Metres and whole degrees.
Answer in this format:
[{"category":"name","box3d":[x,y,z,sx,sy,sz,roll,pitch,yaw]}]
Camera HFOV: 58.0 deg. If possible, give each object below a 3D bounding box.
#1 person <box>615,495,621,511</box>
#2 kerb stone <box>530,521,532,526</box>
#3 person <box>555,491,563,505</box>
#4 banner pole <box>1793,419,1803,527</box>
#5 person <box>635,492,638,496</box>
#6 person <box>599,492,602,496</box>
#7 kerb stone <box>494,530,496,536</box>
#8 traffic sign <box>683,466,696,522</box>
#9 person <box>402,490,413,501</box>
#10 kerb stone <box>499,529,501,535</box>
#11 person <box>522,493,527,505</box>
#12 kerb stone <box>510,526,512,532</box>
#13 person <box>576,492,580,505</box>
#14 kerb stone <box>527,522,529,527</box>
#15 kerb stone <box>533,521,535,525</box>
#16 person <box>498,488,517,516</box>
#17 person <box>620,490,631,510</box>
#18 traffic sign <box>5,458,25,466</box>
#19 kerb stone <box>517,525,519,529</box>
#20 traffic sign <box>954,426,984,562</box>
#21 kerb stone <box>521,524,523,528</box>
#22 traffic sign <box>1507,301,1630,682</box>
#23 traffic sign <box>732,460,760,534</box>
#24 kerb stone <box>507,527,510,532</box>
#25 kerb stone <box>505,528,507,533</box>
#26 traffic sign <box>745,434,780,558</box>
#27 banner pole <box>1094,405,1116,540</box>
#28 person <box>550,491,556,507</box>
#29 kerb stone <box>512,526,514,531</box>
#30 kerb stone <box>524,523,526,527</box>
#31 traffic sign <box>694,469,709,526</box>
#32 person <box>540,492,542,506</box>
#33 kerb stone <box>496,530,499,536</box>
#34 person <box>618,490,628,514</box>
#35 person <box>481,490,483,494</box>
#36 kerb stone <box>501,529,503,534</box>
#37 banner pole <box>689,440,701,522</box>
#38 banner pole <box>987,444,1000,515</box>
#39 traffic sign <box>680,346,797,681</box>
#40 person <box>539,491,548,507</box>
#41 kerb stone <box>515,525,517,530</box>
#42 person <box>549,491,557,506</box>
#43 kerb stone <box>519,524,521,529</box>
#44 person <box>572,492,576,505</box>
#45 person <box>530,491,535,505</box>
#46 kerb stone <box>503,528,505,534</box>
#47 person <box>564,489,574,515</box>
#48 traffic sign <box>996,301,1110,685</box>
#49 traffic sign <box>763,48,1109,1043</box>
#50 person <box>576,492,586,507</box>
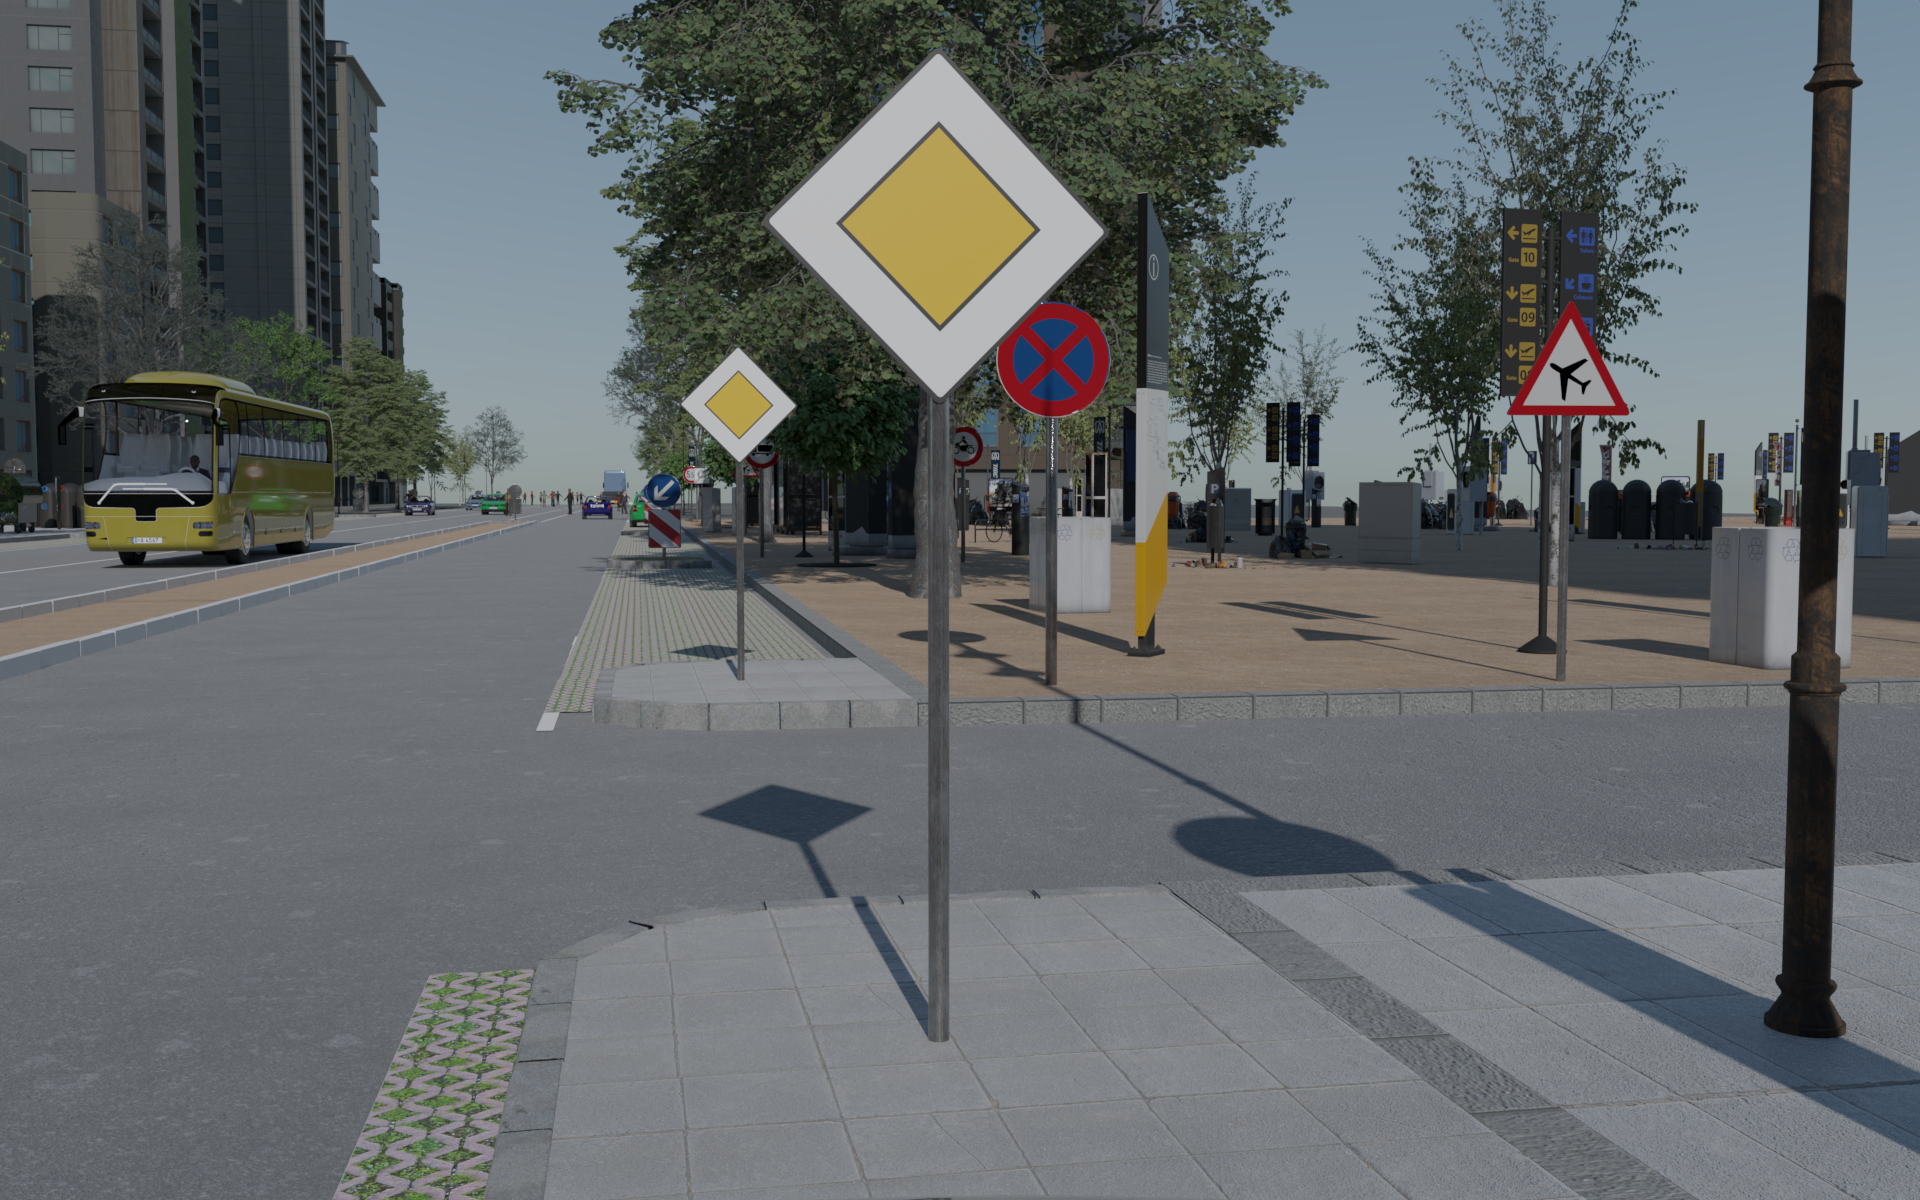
[{"category":"person","box3d":[-28.599,-8.162,145.210,1.065,1.426,0.557,3,5,40]},{"category":"kerb stone","box3d":[-19.283,-3.362,77.173,0.120,0.150,1.000,-1,4,-10]},{"category":"person","box3d":[-50.973,-12.929,219.514,1.348,1.869,0.705,0,4,-4]},{"category":"banner pole","box3d":[27.922,-4.124,57.449,0.401,3.779,0.863,-2,4,-27]},{"category":"person","box3d":[-44.202,-13.952,237.328,0.721,1.736,1.217,1,4,15]},{"category":"person","box3d":[-45.746,-12.914,220.566,0.530,1.710,0.541,0,4,-8]},{"category":"kerb stone","box3d":[-15.726,-2.192,58.031,0.120,0.150,1.000,-1,4,-10]},{"category":"traffic sign","box3d":[-12.260,-4.833,79.127,0.768,2.556,0.104,0,4,-6]},{"category":"person","box3d":[-40.907,-7.327,128.811,1.217,1.766,0.721,-3,5,-42]},{"category":"kerb stone","box3d":[-16.111,-2.315,60.038,0.120,0.150,1.000,-1,4,-10]},{"category":"person","box3d":[-54.993,-12.761,218.617,0.593,1.643,0.415,-3,4,-39]},{"category":"kerb stone","box3d":[-17.041,-2.617,65.077,0.120,0.150,1.000,-1,4,-10]},{"category":"person","box3d":[-52.503,-13.992,238.048,0.721,1.735,1.217,1,4,10]},{"category":"kerb stone","box3d":[-18.912,-3.239,75.154,0.120,0.150,1.000,-1,4,-10]},{"category":"kerb stone","box3d":[-19.660,-3.486,79.185,0.120,0.150,1.000,-1,4,-10]},{"category":"person","box3d":[-29.537,-6.401,113.250,1.348,1.812,0.705,0,4,5]},{"category":"person","box3d":[-30.244,-8.997,155.623,1.348,1.821,0.705,-2,4,-25]},{"category":"traffic sign","box3d":[-33.442,-3.742,61.288,0.768,2.556,0.104,0,4,-1]},{"category":"kerb stone","box3d":[-17.790,-2.869,69.107,0.120,0.150,1.000,-1,4,-10]},{"category":"traffic sign","box3d":[0.061,-1.984,32.552,0.768,2.556,0.104,0,4,-4]},{"category":"kerb stone","box3d":[-18.161,-2.992,71.121,0.120,0.150,1.000,-1,4,-10]},{"category":"traffic sign","box3d":[4.118,-0.721,11.799,0.884,2.594,0.081,-1,4,-9]},{"category":"traffic sign","box3d":[-6.812,-3.366,55.045,0.884,2.594,0.081,0,4,-6]},{"category":"kerb stone","box3d":[-16.854,-2.561,64.065,0.120,0.150,1.000,-1,4,-10]},{"category":"kerb stone","box3d":[-16.673,-2.499,63.059,0.120,0.150,1.000,-1,4,-10]},{"category":"traffic sign","box3d":[-4.000,-2.132,34.966,0.768,2.556,0.104,-1,4,-9]},{"category":"banner pole","box3d":[4.071,-3.614,49.102,0.401,3.779,0.863,-3,5,-40]},{"category":"person","box3d":[-46.033,-11.418,195.898,0.721,1.743,1.217,1,4,19]},{"category":"kerb stone","box3d":[-17.228,-2.681,66.081,0.120,0.150,1.000,-1,4,-10]},{"category":"kerb stone","box3d":[-18.542,-3.115,73.142,0.120,0.150,1.000,-1,4,-10]},{"category":"traffic sign","box3d":[-10.232,-4.071,68.695,0.606,2.300,0.079,0,4,-5]},{"category":"person","box3d":[-51.367,-12.392,211.904,0.721,1.735,1.217,-1,4,-18]},{"category":"kerb stone","box3d":[-15.915,-2.253,59.035,0.120,0.150,1.000,-1,4,-10]},{"category":"person","box3d":[-24.115,-7.014,123.976,0.445,1.727,0.742,3,4,38]},{"category":"person","box3d":[-53.231,-11.288,192.924,0.709,1.838,0.599,1,4,15]},{"category":"kerb stone","box3d":[-16.305,-2.376,61.042,0.120,0.150,1.000,-1,4,-10]},{"category":"banner pole","box3d":[-12.263,-5.493,79.828,0.401,3.779,0.863,-3,5,-43]},{"category":"banner pole","box3d":[1.614,-5.898,86.457,0.863,3.779,0.401,1,4,12]},{"category":"traffic sign","box3d":[-1.510,-0.503,11.861,0.795,2.450,0.064,-1,4,-10]},{"category":"person","box3d":[-45.370,-11.034,188.903,1.348,1.824,0.705,2,4,28]},{"category":"kerb stone","box3d":[-17.604,-2.807,68.097,0.120,0.150,1.000,-1,4,-10]},{"category":"person","box3d":[-49.413,-12.330,210.038,0.705,1.831,1.348,2,4,34]},{"category":"kerb stone","box3d":[-17.980,-2.929,70.115,0.120,0.150,1.000,-1,4,-10]},{"category":"person","box3d":[-49.221,-12.892,220.001,1.217,1.736,0.721,0,4,5]},{"category":"person","box3d":[-55.917,-13.335,226.470,0.705,1.831,1.348,0,4,6]},{"category":"kerb stone","box3d":[-16.478,-2.438,62.051,0.120,0.150,1.000,-1,4,-10]},{"category":"person","box3d":[-27.371,-6.902,121.365,0.705,1.821,1.348,-3,5,-40]},{"category":"traffic sign","box3d":[0.613,-0.701,11.568,0.768,2.556,0.104,0,4,-7]},{"category":"traffic sign","box3d":[-0.053,-0.022,4.009,0.795,2.450,0.064,-1,4,-10]},{"category":"person","box3d":[-42.932,-11.438,196.338,1.217,1.723,0.721,-1,4,-23]}]
